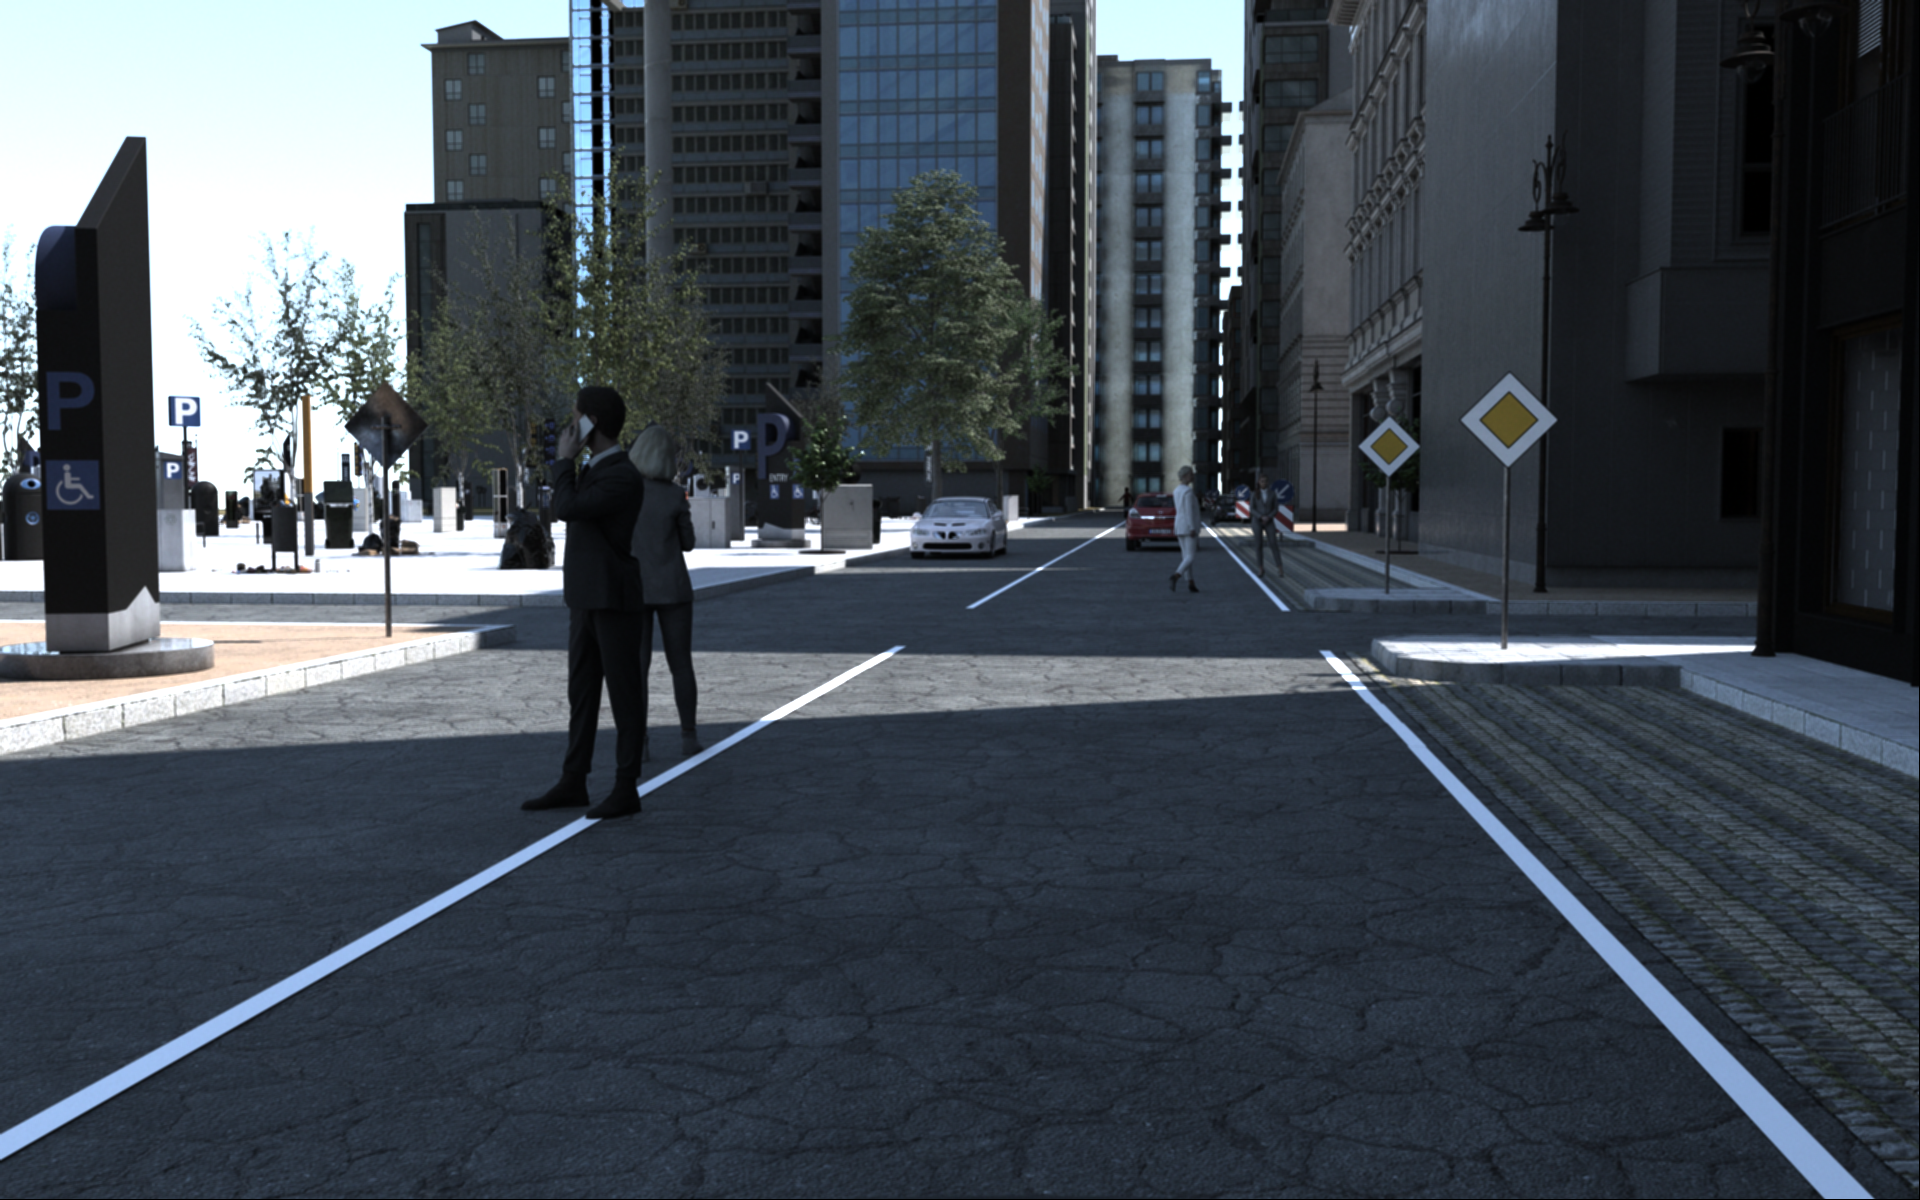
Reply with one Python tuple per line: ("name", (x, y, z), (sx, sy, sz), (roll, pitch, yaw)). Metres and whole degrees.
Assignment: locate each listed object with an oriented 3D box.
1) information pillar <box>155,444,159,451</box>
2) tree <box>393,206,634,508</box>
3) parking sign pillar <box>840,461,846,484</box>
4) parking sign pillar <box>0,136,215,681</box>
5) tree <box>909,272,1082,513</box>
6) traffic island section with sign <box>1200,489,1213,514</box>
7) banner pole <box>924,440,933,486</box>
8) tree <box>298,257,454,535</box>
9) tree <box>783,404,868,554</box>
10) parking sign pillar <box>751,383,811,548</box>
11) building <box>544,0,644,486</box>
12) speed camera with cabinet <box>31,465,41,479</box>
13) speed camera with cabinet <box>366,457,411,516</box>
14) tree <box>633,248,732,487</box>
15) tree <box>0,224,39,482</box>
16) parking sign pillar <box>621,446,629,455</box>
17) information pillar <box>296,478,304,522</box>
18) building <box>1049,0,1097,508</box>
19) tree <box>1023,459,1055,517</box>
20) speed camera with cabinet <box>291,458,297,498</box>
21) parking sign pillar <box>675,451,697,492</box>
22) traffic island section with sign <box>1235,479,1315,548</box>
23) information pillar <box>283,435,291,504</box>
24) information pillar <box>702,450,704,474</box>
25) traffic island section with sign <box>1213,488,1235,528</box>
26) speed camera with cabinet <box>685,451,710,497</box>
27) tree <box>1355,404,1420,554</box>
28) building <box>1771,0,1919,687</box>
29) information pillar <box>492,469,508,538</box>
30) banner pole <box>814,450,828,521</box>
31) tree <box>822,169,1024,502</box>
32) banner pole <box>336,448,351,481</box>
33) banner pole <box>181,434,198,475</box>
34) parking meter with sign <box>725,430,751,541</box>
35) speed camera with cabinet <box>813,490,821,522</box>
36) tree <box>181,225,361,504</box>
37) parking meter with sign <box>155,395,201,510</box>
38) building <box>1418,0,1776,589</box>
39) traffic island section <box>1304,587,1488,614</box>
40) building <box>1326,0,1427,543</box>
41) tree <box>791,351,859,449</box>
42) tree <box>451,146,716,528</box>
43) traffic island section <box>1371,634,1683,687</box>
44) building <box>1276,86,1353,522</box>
("information pillar", (-37.762, -5.512, 81.481), (0.183, 3.616, 0.504), (0, 4, -8))
("tree", (-11.374, -5.721, 43.902), (4.360, 8.622, 3.978), (0, 3, 0))
("parking sign pillar", (-6.707, -6.477, 94.374), (1.447, 3.967, 1.447), (-1, 4, -14))
("parking sign pillar", (-6.214, -1.469, 12.498), (1.447, 3.967, 1.447), (-1, 4, -10))
("tree", (1.721, -9.571, 82.246), (9.928, 11.665, 9.643), (0, 3, 0))
("traffic island section with sign", (18.056, -7.010, 123.241), (1.989, 1.847, 2.006), (0, 4, 7))
("banner pole", (-1.110, -4.809, 68.649), (0.863, 3.779, 0.401), (3, 4, 38))
("tree", (-18.385, -6.320, 53.689), (4.737, 8.622, 4.395), (0, 3, 0))
("tree", (-3.039, -2.616, 37.366), (1.663, 3.219, 1.824), (0, 3, 0))
("parking sign pillar", (-4.292, -3.243, 41.487), (1.447, 3.967, 1.447), (-3, 5, -45))
("building", (-23.796, -52.149, 165.302), (31.000, 86.520, 22.319), (0, 4, 7))
("speed camera with cabinet", (-28.638, -3.749, 55.634), (2.038, 3.252, 0.660), (-2, 4, -34))
("speed camera with cabinet", (-27.952, -5.528, 84.715), (2.038, 3.252, 0.660), (0, 4, 2))
("tree", (-8.564, -6.193, 51.626), (4.360, 8.622, 3.978), (0, 3, 0))
("tree", (-26.164, -5.988, 48.260), (4.360, 8.622, 3.978), (0, 3, 0))
("parking sign pillar", (-14.760, -5.279, 74.790), (1.447, 3.967, 1.447), (-2, 4, -31))
("information pillar", (-30.631, -4.652, 80.555), (0.304, 2.012, 0.304), (2, 4, 33))
("building", (2.226, -44.380, 163.868), (20.611, 71.187, 20.563), (0, 4, 7))
("tree", (4.255, -6.227, 96.413), (1.663, 3.219, 1.824), (0, 3, 0))
("speed camera with cabinet", (-36.118, -5.994, 92.346), (0.660, 3.252, 2.038), (2, 4, 31))
("parking sign pillar", (-14.642, -6.325, 91.882), (1.447, 3.967, 1.447), (0, 4, -2))
("traffic island section with sign", (8.606, -2.357, 47.159), (1.989, 1.847, 2.006), (0, 4, 7))
("information pillar", (-25.937, -4.615, 66.810), (0.183, 3.616, 0.504), (0, 4, 7))
("information pillar", (-13.547, -6.121, 91.426), (0.183, 3.616, 0.504), (-1, 4, -12))
("traffic island section with sign", (11.991, -4.019, 74.340), (1.989, 1.847, 2.006), (0, 4, 7))
("speed camera with cabinet", (-12.485, -5.182, 79.060), (2.038, 3.252, 0.660), (-1, 4, -16))
("tree", (9.527, -2.626, 37.542), (1.663, 3.219, 1.824), (0, 3, 0))
("building", (11.740, -10.718, 4.916), (12.332, 23.373, 15.834), (0, 4, 7))
("information pillar", (-13.330, -2.798, 50.235), (0.304, 2.012, 0.304), (3, 5, 41))
("banner pole", (-6.598, -5.694, 83.109), (0.863, 3.779, 0.401), (-3, 4, -36))
("tree", (-1.178, -8.753, 61.246), (7.486, 12.596, 7.792), (0, 3, 0))
("banner pole", (-33.308, -6.329, 93.493), (0.863, 3.779, 0.401), (-2, 4, -25))
("banner pole", (-31.761, -4.990, 71.605), (0.401, 3.779, 0.863), (3, 5, 42))
("parking meter with sign", (-6.182, -3.151, 47.773), (0.543, 3.016, 1.738), (-1, 4, -17))
("speed camera with cabinet", (-5.838, -5.307, 81.112), (2.038, 3.252, 0.660), (-1, 4, -19))
("tree", (-18.354, -5.902, 46.862), (4.360, 8.622, 3.978), (0, 3, 0))
("parking meter with sign", (-14.382, -2.148, 31.373), (1.738, 3.016, 0.543), (3, 5, 42))
("building", (23.468, -12.688, 26.519), (30.058, 24.678, 14.314), (0, 4, 7))
("traffic island section", (5.506, 0.001, 22.260), (2.009, 0.180, 2.903), (0, 4, 7))
("building", (17.628, -12.650, 57.745), (10.553, 20.767, 40.483), (0, 4, 7))
("tree", (-6.849, -8.398, 87.673), (4.360, 8.622, 3.978), (0, 3, 0))
("tree", (-7.624, -5.341, 37.686), (4.737, 8.622, 4.395), (0, 3, 0))
("traffic island section", (4.522, 0.486, 14.336), (2.009, 0.180, 2.903), (0, 4, 7))
("building", (21.248, -14.543, 86.923), (9.793, 20.994, 18.267), (0, 4, 7))
